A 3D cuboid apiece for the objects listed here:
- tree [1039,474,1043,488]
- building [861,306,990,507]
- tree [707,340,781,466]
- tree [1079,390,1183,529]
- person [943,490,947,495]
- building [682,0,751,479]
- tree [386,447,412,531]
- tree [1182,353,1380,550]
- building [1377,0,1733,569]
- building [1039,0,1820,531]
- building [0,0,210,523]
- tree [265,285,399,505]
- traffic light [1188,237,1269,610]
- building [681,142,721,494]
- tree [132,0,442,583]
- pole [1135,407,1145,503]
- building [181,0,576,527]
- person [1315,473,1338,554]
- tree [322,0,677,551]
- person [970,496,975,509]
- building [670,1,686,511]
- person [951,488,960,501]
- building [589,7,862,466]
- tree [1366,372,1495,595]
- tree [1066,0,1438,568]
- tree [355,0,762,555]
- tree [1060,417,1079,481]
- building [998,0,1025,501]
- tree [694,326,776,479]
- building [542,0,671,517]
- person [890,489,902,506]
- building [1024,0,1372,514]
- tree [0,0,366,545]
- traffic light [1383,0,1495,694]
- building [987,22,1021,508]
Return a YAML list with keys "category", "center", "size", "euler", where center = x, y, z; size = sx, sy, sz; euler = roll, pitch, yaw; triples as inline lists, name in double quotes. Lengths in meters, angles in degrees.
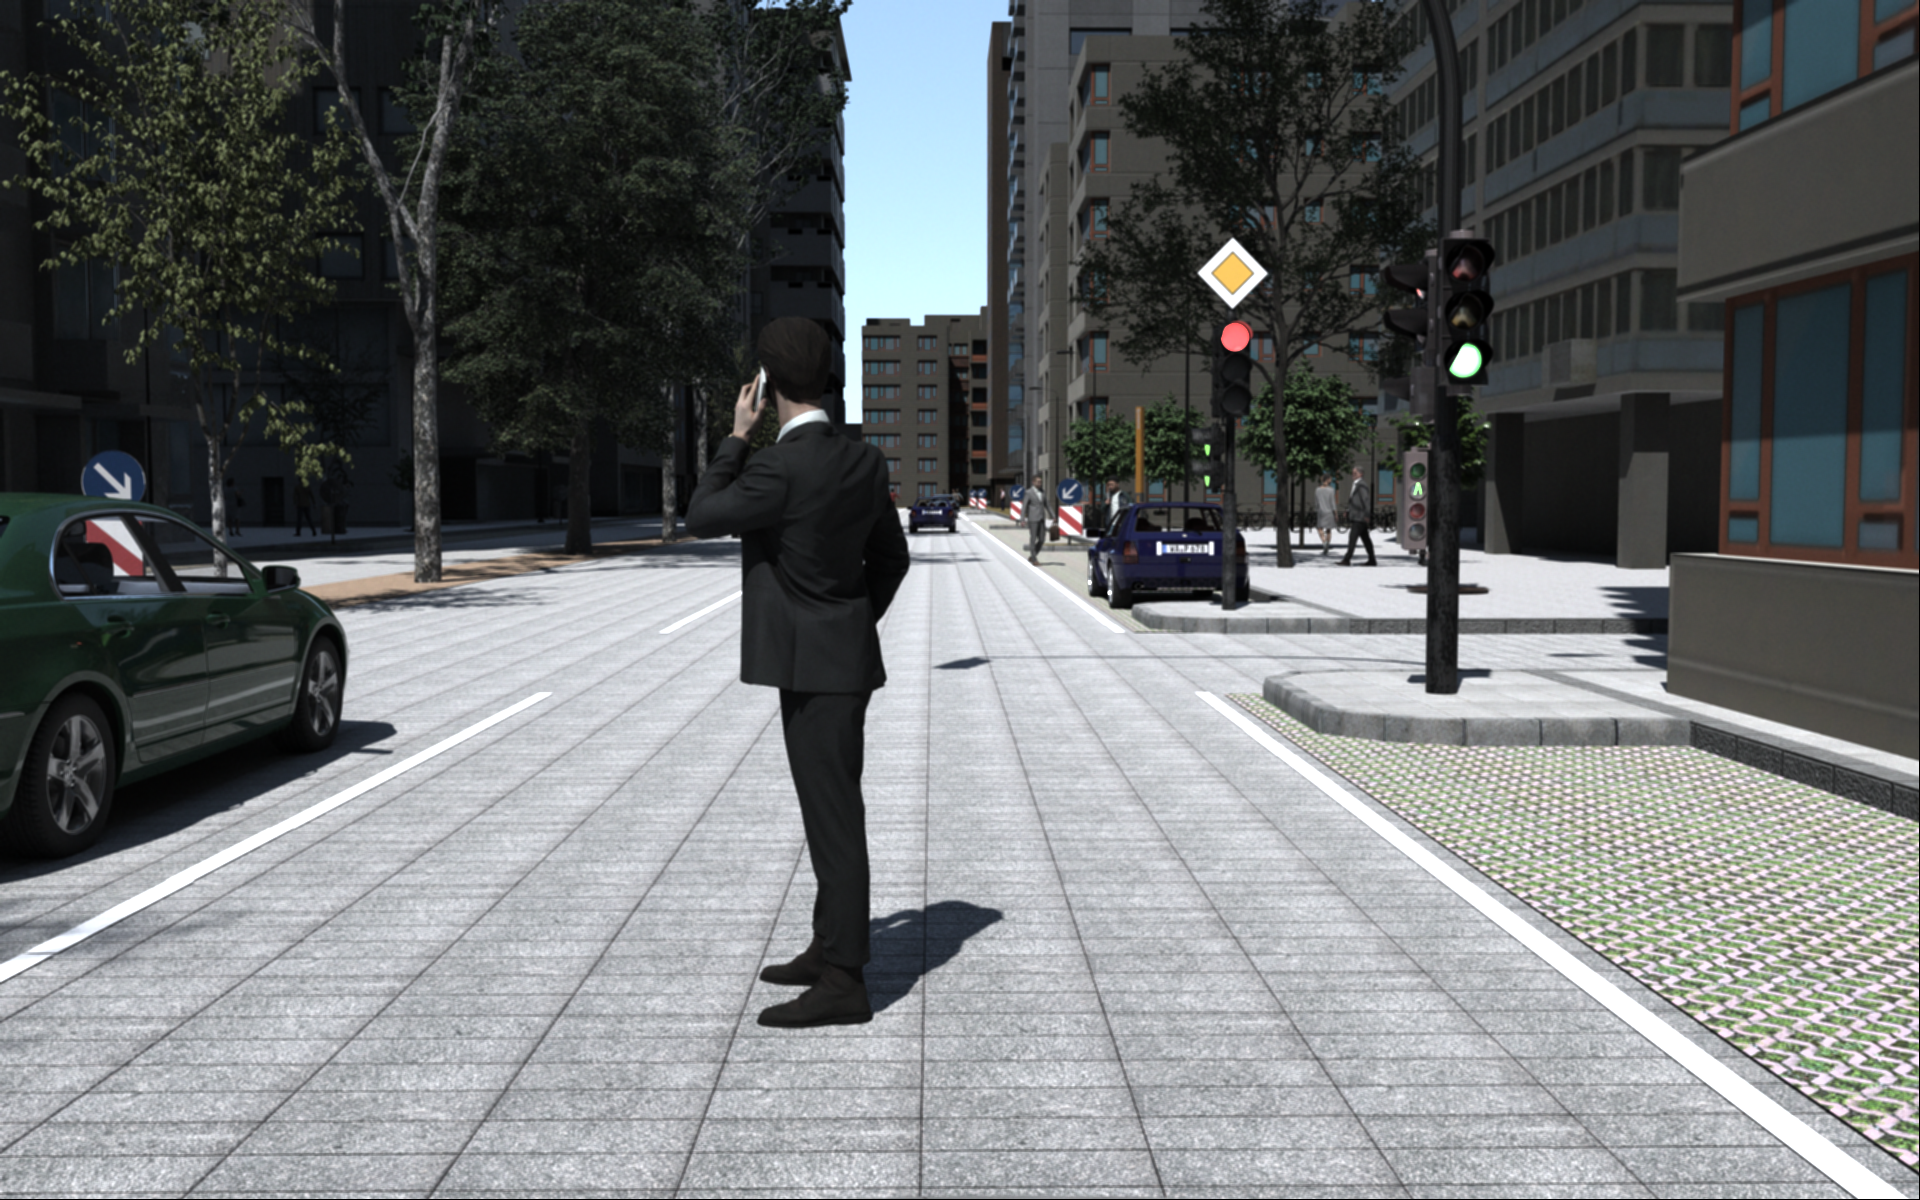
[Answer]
- category: "tree"
  center: [5.184, -6.235, 96.538]
  size: [1.663, 3.219, 1.824]
  euler: [0, 3, 0]
- category: "building"
  center: [4.157, -21.198, 191.630]
  size: [28.899, 21.520, 27.650]
  euler: [0, 4, -1]
- category: "tree"
  center: [-9.722, -7.796, 80.276]
  size: [4.737, 8.622, 4.395]
  euler: [0, 3, 0]
- category: "tree"
  center: [6.656, -4.342, 54.701]
  size: [4.285, 4.588, 4.351]
  euler: [0, 3, 0]
- category: "person"
  center: [-1.563, -9.733, 167.663]
  size: [1.348, 1.821, 0.705]
  euler: [-3, 5, -39]
- category: "building"
  center: [-30.515, -44.067, 158.743]
  size: [20.611, 71.187, 20.563]
  euler: [0, 4, -1]
- category: "tree"
  center: [-18.706, -3.994, 59.896]
  size: [1.663, 3.219, 1.824]
  euler: [0, 3, 0]
- category: "tree"
  center: [8.038, -3.466, 40.385]
  size: [4.285, 4.588, 4.351]
  euler: [0, 3, 0]
- category: "building"
  center: [22.571, -20.942, 34.289]
  size: [23.993, 40.220, 32.217]
  euler: [0, 4, -1]
- category: "building"
  center: [18.343, -14.384, 80.211]
  size: [27.650, 21.520, 28.899]
  euler: [0, 4, -1]
- category: "building"
  center: [-29.922, -25.228, 32.088]
  size: [23.786, 49.044, 30.456]
  euler: [0, 4, -1]
- category: "tree"
  center: [-22.493, -6.823, 61.913]
  size: [4.360, 8.622, 3.978]
  euler: [0, 3, 0]
- category: "traffic light"
  center: [2.958, -1.844, 19.076]
  size: [0.839, 4.253, 0.868]
  euler: [0, 4, -1]
- category: "building"
  center: [-27.093, -22.439, 138.571]
  size: [14.160, 30.474, 14.107]
  euler: [0, 4, -1]
- category: "tree"
  center: [-9.820, -10.389, 28.210]
  size: [12.611, 20.169, 13.585]
  euler: [0, 3, 0]
- category: "pole"
  center: [4.206, -2.855, 40.521]
  size: [0.158, 3.312, 0.155]
  euler: [0, 3, 0]
- category: "building"
  center: [-32.803, -29.838, 77.083]
  size: [28.713, 52.752, 27.495]
  euler: [0, 4, -1]
- category: "person"
  center: [7.778, -1.830, 36.714]
  size: [0.466, 1.731, 0.760]
  euler: [0, 4, 0]
- category: "tree"
  center: [-9.876, -11.832, 51.796]
  size: [12.611, 20.169, 13.585]
  euler: [0, 3, 0]
- category: "person"
  center: [1.219, -9.707, 168.135]
  size: [0.541, 1.710, 0.530]
  euler: [0, 4, 5]
- category: "building"
  center: [-27.586, -28.938, 123.239]
  size: [14.600, 45.320, 14.200]
  euler: [0, 4, -1]
- category: "person"
  center: [-0.434, -6.739, 118.689]
  size: [0.705, 1.824, 1.348]
  euler: [-3, 5, -42]
- category: "building"
  center: [-24.039, -36.768, 190.397]
  size: [27.495, 52.752, 28.713]
  euler: [0, 4, -1]
- category: "tree"
  center: [6.435, -1.714, 22.621]
  size: [1.663, 3.219, 1.824]
  euler: [0, 3, 0]
- category: "tree"
  center: [5.333, -5.842, 29.925]
  size: [7.601, 10.594, 8.767]
  euler: [0, 4, 0]
- category: "tree"
  center: [-9.042, -8.043, 40.614]
  size: [9.857, 13.997, 8.962]
  euler: [0, 3, 0]
- category: "tree"
  center: [5.240, -4.871, 63.361]
  size: [4.285, 4.588, 4.351]
  euler: [0, 3, 0]
- category: "building"
  center: [15.313, -31.855, 140.430]
  size: [23.786, 49.044, 30.456]
  euler: [0, 4, -1]
- category: "tree"
  center: [-9.708, -7.480, 75.114]
  size: [4.360, 8.622, 3.978]
  euler: [0, 3, 0]
- category: "building"
  center: [-29.824, -29.452, 105.237]
  size: [21.300, 48.544, 21.600]
  euler: [0, 4, -1]
- category: "person"
  center: [-4.859, -7.111, 124.695]
  size: [1.348, 1.831, 0.705]
  euler: [0, 4, -5]
- category: "building"
  center: [14.629, -34.772, 110.516]
  size: [21.231, 58.520, 28.212]
  euler: [0, 4, -1]
- category: "tree"
  center: [-8.621, -4.098, 19.822]
  size: [4.737, 8.622, 4.395]
  euler: [0, 3, 0]
- category: "traffic light"
  center: [0.991, -2.217, 10.918]
  size: [4.771, 5.953, 1.251]
  euler: [0, 4, -1]
- category: "building"
  center: [9.659, -31.354, 162.746]
  size: [14.600, 45.320, 14.200]
  euler: [0, 4, -1]
